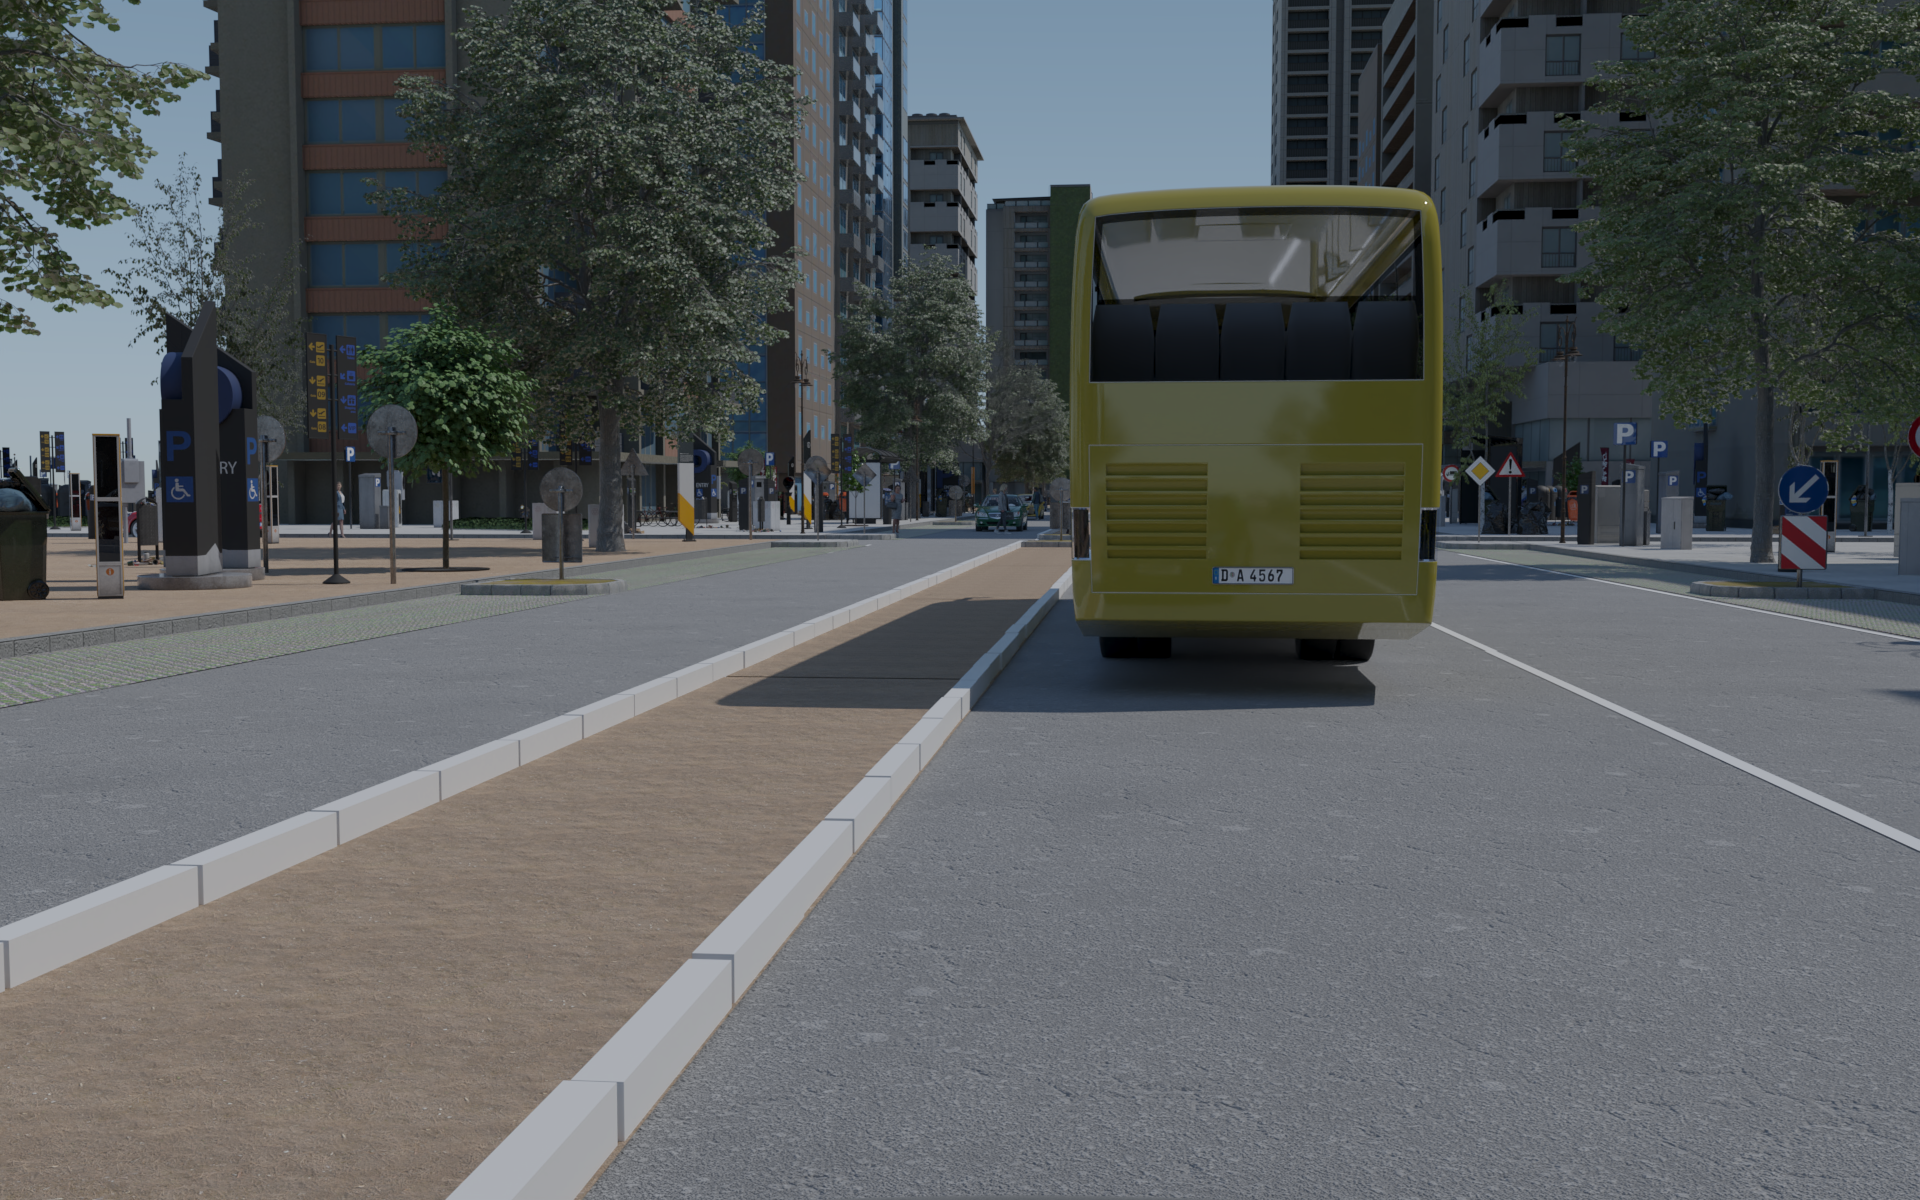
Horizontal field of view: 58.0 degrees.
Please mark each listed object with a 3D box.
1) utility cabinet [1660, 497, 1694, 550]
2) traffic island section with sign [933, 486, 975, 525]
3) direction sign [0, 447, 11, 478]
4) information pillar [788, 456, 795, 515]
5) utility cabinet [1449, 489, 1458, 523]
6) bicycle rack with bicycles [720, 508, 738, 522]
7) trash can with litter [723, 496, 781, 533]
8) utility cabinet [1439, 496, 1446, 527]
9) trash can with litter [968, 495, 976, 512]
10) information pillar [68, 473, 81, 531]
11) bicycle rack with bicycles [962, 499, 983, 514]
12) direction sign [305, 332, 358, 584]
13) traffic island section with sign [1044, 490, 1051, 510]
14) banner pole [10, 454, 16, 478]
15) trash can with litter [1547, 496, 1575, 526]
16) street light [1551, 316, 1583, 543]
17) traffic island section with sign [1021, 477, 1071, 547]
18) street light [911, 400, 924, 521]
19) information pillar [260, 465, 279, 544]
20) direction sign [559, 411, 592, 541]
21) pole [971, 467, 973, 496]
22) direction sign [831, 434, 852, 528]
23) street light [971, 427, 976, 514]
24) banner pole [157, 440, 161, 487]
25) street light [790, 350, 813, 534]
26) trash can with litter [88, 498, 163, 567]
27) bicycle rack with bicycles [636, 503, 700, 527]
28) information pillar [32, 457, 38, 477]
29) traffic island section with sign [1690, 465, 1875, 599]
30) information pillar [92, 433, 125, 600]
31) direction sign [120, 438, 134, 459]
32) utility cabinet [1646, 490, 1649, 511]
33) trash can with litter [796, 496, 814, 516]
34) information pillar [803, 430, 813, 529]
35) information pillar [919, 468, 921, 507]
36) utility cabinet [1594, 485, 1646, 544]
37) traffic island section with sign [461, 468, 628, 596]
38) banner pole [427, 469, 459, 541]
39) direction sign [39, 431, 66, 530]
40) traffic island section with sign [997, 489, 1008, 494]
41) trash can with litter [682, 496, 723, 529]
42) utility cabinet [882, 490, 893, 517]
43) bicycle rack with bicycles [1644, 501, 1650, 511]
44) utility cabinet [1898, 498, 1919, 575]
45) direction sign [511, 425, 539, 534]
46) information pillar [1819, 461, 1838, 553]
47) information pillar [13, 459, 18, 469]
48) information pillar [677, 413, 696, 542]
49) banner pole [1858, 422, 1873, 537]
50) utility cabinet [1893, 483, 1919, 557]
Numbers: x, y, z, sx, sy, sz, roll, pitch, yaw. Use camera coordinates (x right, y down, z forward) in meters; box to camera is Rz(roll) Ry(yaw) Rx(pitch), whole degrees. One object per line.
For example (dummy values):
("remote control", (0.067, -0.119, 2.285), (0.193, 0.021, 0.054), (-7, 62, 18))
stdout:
("utility cabinet", (16.674, -1.783, 40.313), (0.306, 1.237, 1.020), (0, 4, -3))
("traffic island section with sign", (-0.175, -4.364, 79.976), (1.989, 1.847, 2.006), (0, 4, 6))
("direction sign", (-46.132, -5.588, 83.356), (0.379, 3.537, 0.876), (2, 4, 34))
("information pillar", (-10.437, -7.082, 107.139), (0.183, 3.616, 0.504), (3, 4, 38))
("utility cabinet", (21.737, -4.136, 76.308), (0.318, 1.500, 1.173), (1, 4, 13))
("bicycle rack with bicycles", (-9.937, -4.147, 81.190), (2.925, 0.926, 2.852), (-1, 4, -16))
("trash can with litter", (-6.893, -2.910, 58.643), (1.678, 1.210, 2.233), (0, 4, 2))
("utility cabinet", (18.700, -3.511, 68.567), (0.306, 1.237, 1.020), (-3, 5, -41))
("trash can with litter", (1.128, -7.020, 125.837), (2.233, 1.210, 1.678), (1, 4, 11))
("information pillar", (-30.873, -3.420, 60.417), (0.304, 2.012, 0.304), (-3, 4, -38))
("bicycle rack with bicycles", (0.392, -6.400, 118.018), (2.852, 0.926, 2.925), (-2, 4, -35))
("direction sign", (-8.933, -2.001, 24.708), (0.379, 3.537, 0.876), (2, 4, 29))
("traffic island section with sign", (7.986, -9.098, 157.374), (1.989, 1.847, 2.006), (0, 4, 6))
("banner pole", (-58.646, -7.166, 107.174), (0.863, 3.779, 0.401), (1, 4, 13))
("trash can with litter", (24.055, -3.630, 70.406), (2.233, 1.210, 1.678), (1, 4, 15))
("street light", (15.720, -4.417, 45.012), (0.468, 5.910, 1.993), (0, 4, 6))
("traffic island section with sign", (2.721, -2.385, 47.138), (2.006, 1.907, 1.989), (0, 4, 6))
("street light", (-2.079, -6.788, 83.765), (0.468, 5.910, 1.993), (0, 4, 6))
("information pillar", (-17.786, -2.455, 44.638), (0.304, 2.012, 0.304), (1, 4, 15))
("direction sign", (-10.470, -3.378, 47.235), (0.876, 3.537, 0.379), (0, 4, -1))
("pole", (0.971, -8.376, 130.795), (0.158, 3.312, 0.155), (0, 3, 0))
("direction sign", (-4.455, -4.470, 65.088), (0.876, 3.537, 0.379), (-2, 4, -32))
("street light", (0.849, -8.495, 111.676), (0.468, 5.910, 1.993), (0, 4, 6))
("banner pole", (-32.481, -4.944, 70.849), (0.863, 3.779, 0.401), (2, 4, 25))
("street light", (-5.088, -5.081, 55.863), (0.468, 5.910, 1.993), (0, 4, 6))
("trash can with litter", (-15.036, -1.239, 31.310), (1.678, 1.210, 2.233), (1, 4, 11))
("bicycle rack with bicycles", (-11.770, -3.381, 68.655), (2.925, 0.926, 2.852), (-1, 4, -19))
("information pillar", (-58.539, -7.237, 109.678), (0.183, 3.616, 0.504), (0, 4, 1))
("traffic island section with sign", (11.479, -0.966, 24.418), (1.989, 1.847, 2.006), (0, 4, 6))
("information pillar", (-10.410, -1.021, 21.178), (0.304, 2.012, 0.304), (-2, 4, -25))
("direction sign", (-33.619, -4.749, 69.646), (0.876, 3.537, 0.379), (0, 4, 7))
("utility cabinet", (36.620, -5.199, 93.675), (1.173, 1.500, 0.318), (0, 4, 3))
("trash can with litter", (-9.216, -5.621, 103.291), (1.055, 1.170, 0.624), (-2, 4, -24))
("information pillar", (-5.570, -4.381, 62.985), (0.183, 3.616, 0.504), (2, 4, 28))
("information pillar", (-2.420, -6.453, 96.862), (0.504, 3.616, 0.183), (2, 4, 35))
("utility cabinet", (16.796, -2.175, 44.244), (1.173, 1.500, 0.318), (0, 4, -4))
("traffic island section with sign", (-5.946, -1.014, 25.204), (1.989, 1.847, 2.006), (0, 4, 6))
("banner pole", (-14.296, -3.533, 47.783), (0.863, 3.779, 0.401), (-1, 4, -11))
("direction sign", (-32.714, -4.312, 62.499), (0.379, 3.537, 0.876), (2, 4, 35))
("traffic island section with sign", (2.679, -6.021, 107.070), (1.989, 1.847, 2.006), (0, 4, 6))
("trash can with litter", (-9.368, -3.287, 64.798), (2.233, 1.210, 1.678), (0, 4, 8))
("utility cabinet", (-3.893, -5.324, 95.719), (1.173, 1.500, 0.318), (-3, 5, -41))
("bicycle rack with bicycles", (35.920, -4.613, 88.811), (2.852, 0.926, 2.925), (1, 4, 11))
("utility cabinet", (15.368, -0.983, 27.235), (1.020, 1.237, 0.306), (3, 5, 41))
("direction sign", (-14.146, -3.935, 56.338), (0.876, 3.537, 0.379), (0, 4, -2))
("information pillar", (19.090, -2.055, 38.090), (0.304, 2.012, 0.304), (1, 4, 17))
("information pillar", (-63.847, -7.688, 117.057), (0.183, 3.616, 0.504), (1, 4, 14))
("information pillar", (-7.354, -3.373, 46.500), (0.183, 3.616, 0.504), (3, 5, 45))
("banner pole", (27.092, -3.773, 51.699), (0.401, 3.779, 0.863), (2, 4, 26))
("utility cabinet", (19.037, -1.559, 34.174), (0.318, 1.500, 1.173), (-1, 4, -17))
